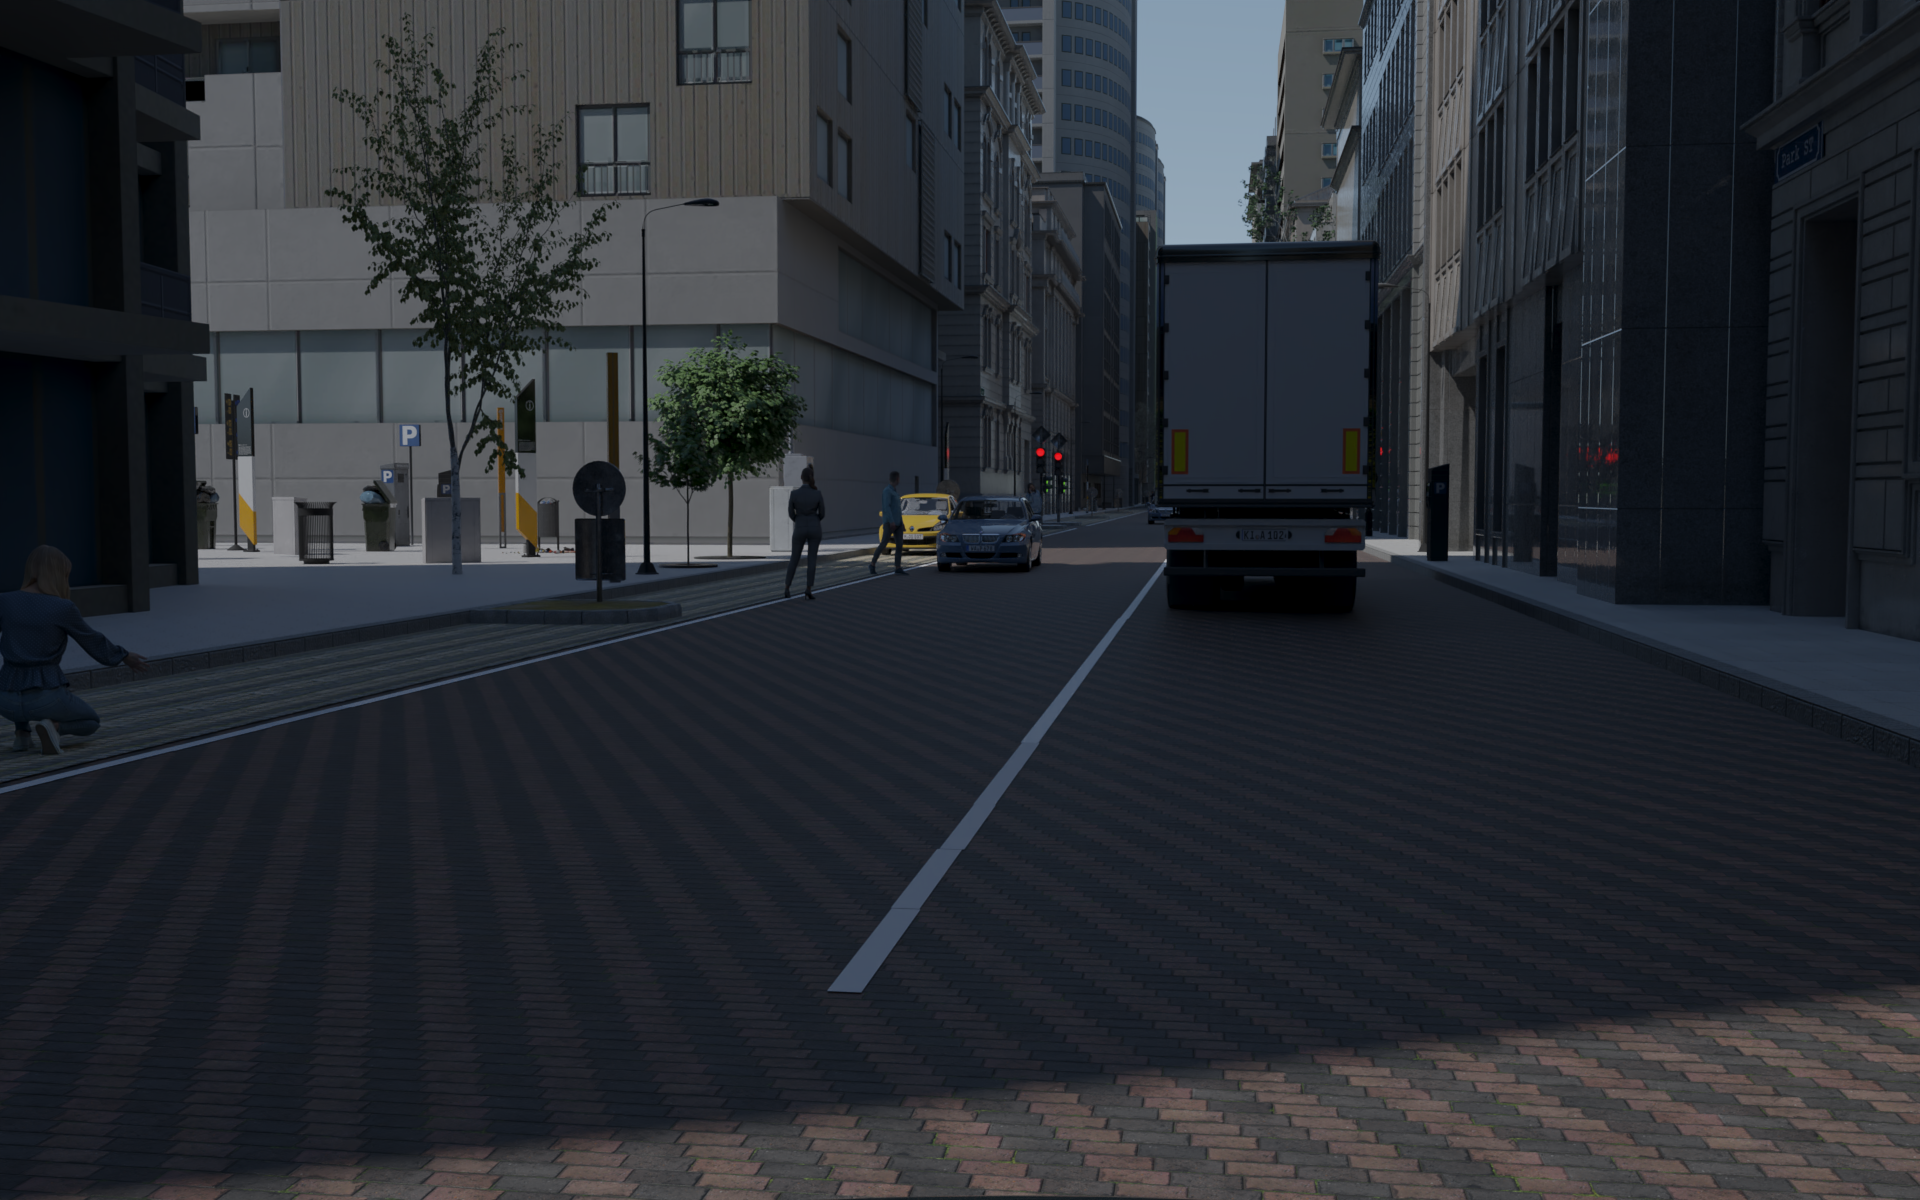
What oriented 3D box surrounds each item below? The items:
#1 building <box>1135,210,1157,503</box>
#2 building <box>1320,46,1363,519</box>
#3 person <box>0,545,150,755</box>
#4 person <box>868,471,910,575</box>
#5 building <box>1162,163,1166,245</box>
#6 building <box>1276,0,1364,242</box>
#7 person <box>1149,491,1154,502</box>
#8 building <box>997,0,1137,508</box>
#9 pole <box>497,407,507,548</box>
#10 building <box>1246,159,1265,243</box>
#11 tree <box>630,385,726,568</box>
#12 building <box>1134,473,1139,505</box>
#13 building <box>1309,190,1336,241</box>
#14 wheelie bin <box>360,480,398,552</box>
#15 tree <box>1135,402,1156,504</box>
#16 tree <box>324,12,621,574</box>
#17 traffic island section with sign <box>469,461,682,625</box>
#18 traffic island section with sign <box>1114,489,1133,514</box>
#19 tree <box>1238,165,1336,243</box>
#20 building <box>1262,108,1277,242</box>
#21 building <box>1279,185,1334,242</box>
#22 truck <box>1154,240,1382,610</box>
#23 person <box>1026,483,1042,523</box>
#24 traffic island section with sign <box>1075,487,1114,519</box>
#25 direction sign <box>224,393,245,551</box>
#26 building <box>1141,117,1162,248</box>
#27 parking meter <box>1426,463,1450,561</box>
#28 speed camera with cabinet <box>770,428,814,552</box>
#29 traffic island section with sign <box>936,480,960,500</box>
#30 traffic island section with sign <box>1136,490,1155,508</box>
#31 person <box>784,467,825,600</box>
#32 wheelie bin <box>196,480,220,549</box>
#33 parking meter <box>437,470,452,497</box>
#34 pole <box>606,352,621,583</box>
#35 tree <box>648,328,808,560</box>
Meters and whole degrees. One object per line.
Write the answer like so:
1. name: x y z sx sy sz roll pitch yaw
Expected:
1. building: 20.310 -34.249 243.572 14.154 41.232 14.086 1 4 8
2. building: 32.675 -15.194 81.712 30.059 22.955 16.112 1 4 8
3. person: -5.195 0.264 9.682 1.012 1.151 0.738 0 4 -4
4. person: -1.242 -1.364 30.660 0.748 1.841 0.638 2 4 30
5. building: 23.613 -45.915 292.710 21.231 58.520 28.212 1 4 8
6. building: 40.760 -32.950 162.436 21.300 48.544 21.600 1 4 8
7. person: 21.525 -11.341 194.375 0.568 1.767 0.683 1 4 17
8. building: 5.872 -38.273 167.762 21.231 58.520 28.212 1 4 8
9. pole: -10.824 -2.878 40.898 0.158 3.312 0.155 0 3 0
10. building: 58.583 -41.305 264.574 28.713 52.752 27.495 1 4 8
11. tree: -4.699 -2.190 30.415 1.663 3.219 1.824 0 3 0
12. building: 11.649 -47.321 211.950 20.563 71.187 20.611 1 4 8
13. building: 27.794 -16.054 117.240 10.420 20.320 16.860 1 4 8
14. wheelie bin: -12.999 -1.884 38.716 0.693 1.594 0.980 0 4 -3
15. tree: 23.557 -19.439 228.197 12.009 13.543 11.850 0 3 0
16. tree: -7.806 -4.714 27.438 4.737 8.622 4.395 0 3 0
17. traffic island section with sign: -4.293 -0.686 19.848 1.989 1.847 2.006 1 4 8
18. traffic island section with sign: 11.725 -7.281 127.673 1.989 1.847 2.006 1 4 8
19. tree: 19.350 -14.988 100.937 12.611 20.169 13.585 0 3 0
20. building: 47.880 -36.063 209.232 23.786 49.044 30.456 1 4 8
21. building: 31.897 -20.838 137.969 12.463 27.353 25.104 1 4 8
22. truck: 4.275 -2.198 24.850 2.839 4.237 11.283 1 4 9
23. person: 2.389 -2.879 55.835 0.793 1.790 0.793 2 4 23
24. traffic island section with sign: 7.753 -5.650 101.011 1.989 1.847 2.006 1 4 8
25. direction sign: -16.477 -2.894 39.315 0.379 3.537 0.876 0 4 -3
26. building: 19.090 -44.215 264.912 21.231 58.520 28.212 1 4 8
27. parking meter: 9.117 -1.674 33.084 0.399 1.863 0.255 0 4 0
28. speed camera with cabinet: -3.800 -2.749 39.274 0.660 3.252 2.038 0 4 8
29. traffic island section with sign: -0.332 -2.317 46.512 1.989 1.847 2.006 1 4 8
30. traffic island section with sign: 19.102 -10.331 177.536 1.989 1.847 2.006 1 4 8
31. person: -2.120 -0.907 23.610 0.520 1.790 0.573 -1 4 -17
32. wheelie bin: -17.653 -1.980 40.286 0.693 1.594 0.980 0 4 1
33. parking meter: -11.989 -2.122 40.409 0.399 1.863 0.255 -1 4 -14
34. pole: -5.013 -1.908 25.047 0.158 3.312 0.155 0 3 0
35. tree: -4.647 -3.097 34.352 4.285 4.588 4.351 0 3 0
